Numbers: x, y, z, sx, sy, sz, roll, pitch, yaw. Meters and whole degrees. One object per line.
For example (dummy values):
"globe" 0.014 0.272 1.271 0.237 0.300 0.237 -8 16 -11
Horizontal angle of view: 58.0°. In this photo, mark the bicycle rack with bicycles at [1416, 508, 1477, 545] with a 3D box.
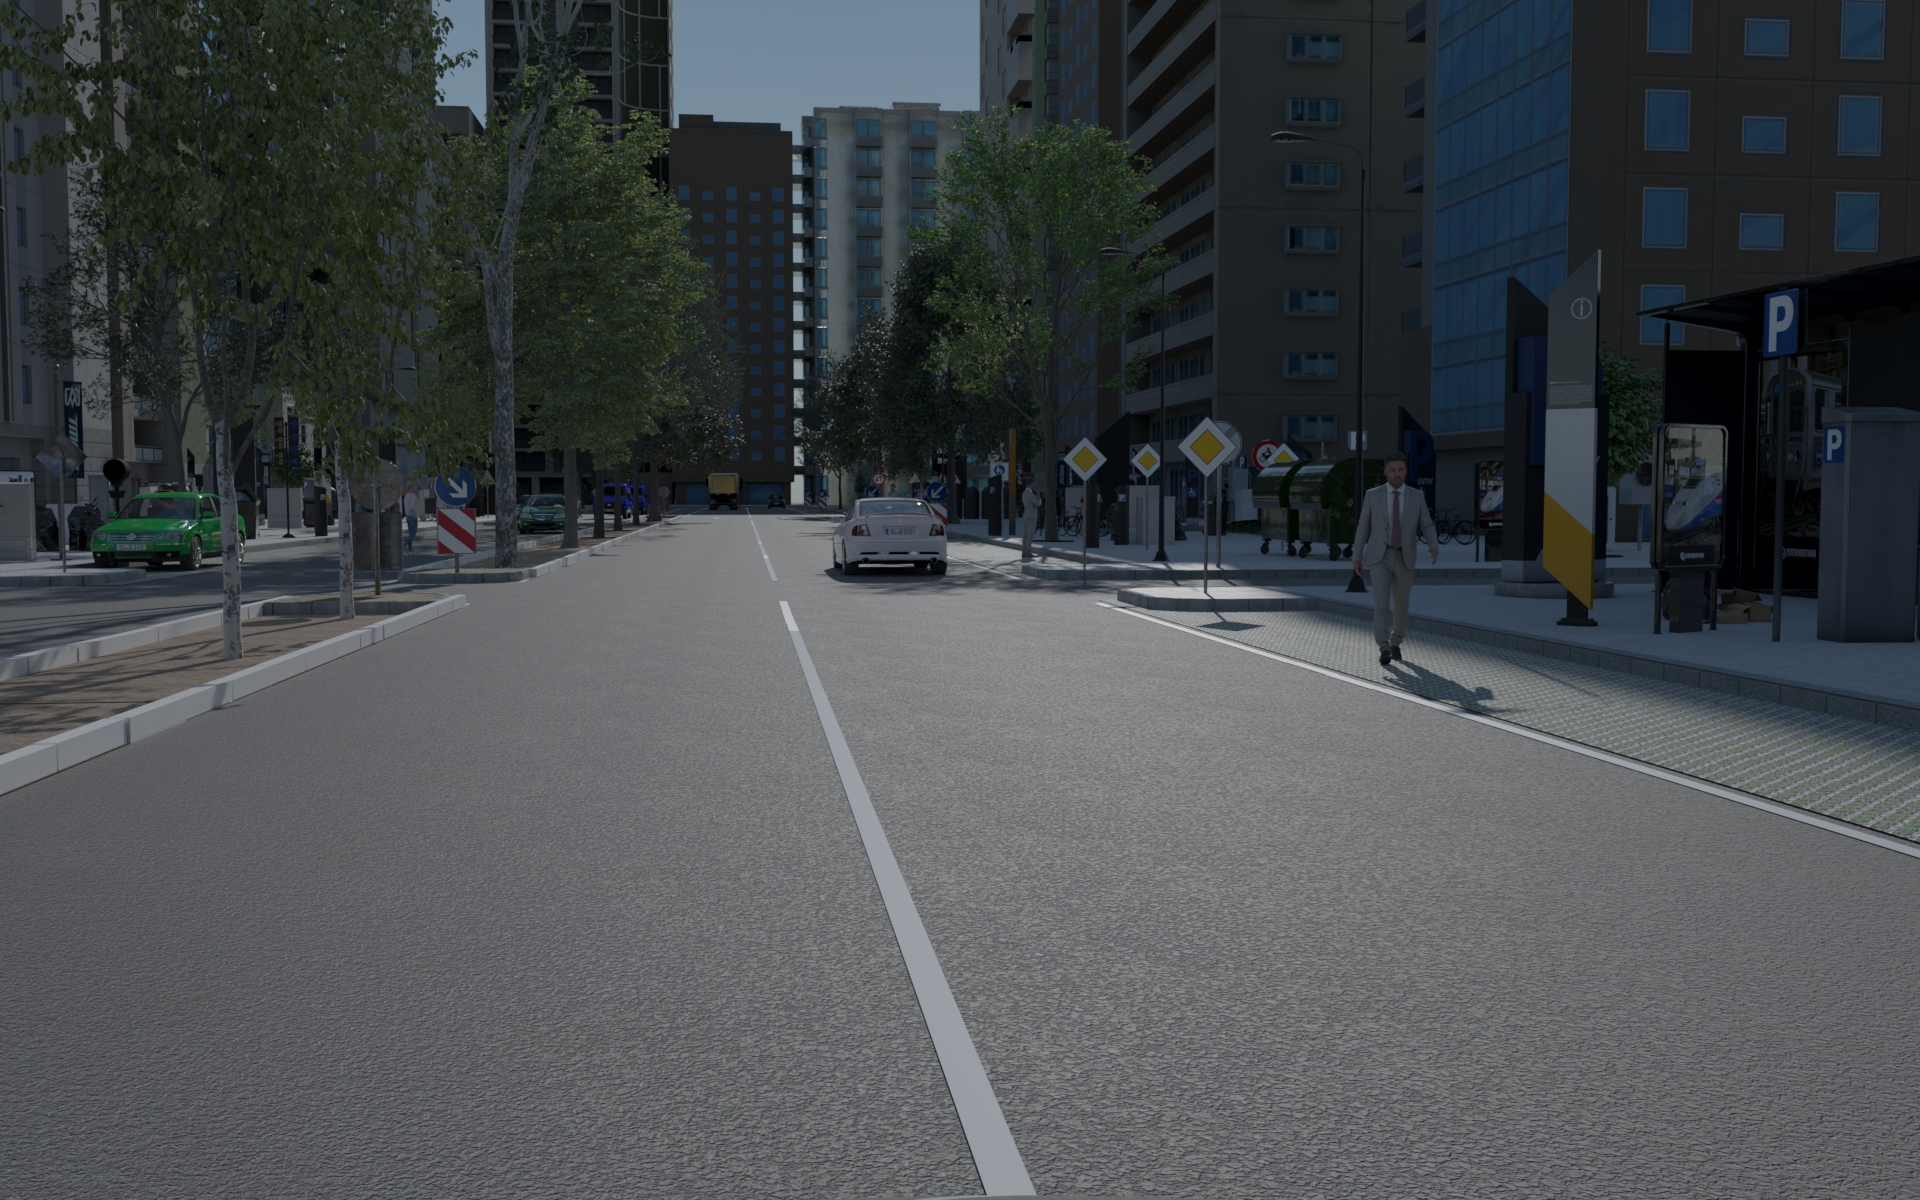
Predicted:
"bicycle rack with bicycles" 12.256 -1.906 44.540 2.852 0.926 2.925 -2 4 -28

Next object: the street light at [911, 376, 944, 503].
"street light" -1.215 -5.849 68.171 1.470 5.913 1.316 0 4 -7

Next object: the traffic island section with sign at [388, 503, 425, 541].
"traffic island section with sign" -17.420 -2.699 52.754 1.989 1.847 2.006 0 4 -7

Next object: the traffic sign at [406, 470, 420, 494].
"traffic sign" -28.942 -5.603 91.715 0.768 2.556 0.104 0 4 -3

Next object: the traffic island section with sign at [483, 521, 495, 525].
"traffic island section with sign" -20.852 -4.357 79.869 1.989 1.847 2.006 0 4 -7

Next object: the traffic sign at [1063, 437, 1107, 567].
"traffic sign" 2.183 -1.633 30.341 0.795 2.450 0.064 0 4 -7

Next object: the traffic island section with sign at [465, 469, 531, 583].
"traffic island section with sign" -8.258 -1.262 28.762 2.006 1.907 1.989 0 4 -7

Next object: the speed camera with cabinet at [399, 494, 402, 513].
"speed camera with cabinet" -27.545 -5.411 82.810 0.660 3.252 2.038 1 4 17

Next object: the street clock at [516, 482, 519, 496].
"street clock" -24.849 -5.631 96.642 0.471 2.002 0.358 -1 4 -13

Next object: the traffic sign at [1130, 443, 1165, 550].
"traffic sign" 4.279 -2.350 39.609 0.795 2.450 0.064 0 4 -5

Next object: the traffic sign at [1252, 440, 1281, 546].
"traffic sign" 7.224 -2.482 40.680 0.768 2.556 0.104 0 4 1

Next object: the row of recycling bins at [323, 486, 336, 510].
"row of recycling bins" -34.674 -5.357 94.694 1.069 1.692 3.534 -1 4 -22

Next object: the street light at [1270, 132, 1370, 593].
"street light" 4.669 -3.053 22.453 1.470 5.913 1.316 0 4 -7

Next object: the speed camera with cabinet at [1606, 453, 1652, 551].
"speed camera with cabinet" 14.644 -2.726 38.909 2.038 3.252 0.660 -1 4 -11

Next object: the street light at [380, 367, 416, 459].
"street light" -20.582 -5.554 63.355 1.470 5.913 1.316 0 4 -7

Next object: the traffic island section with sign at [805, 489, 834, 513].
"traffic island section with sign" -10.575 -7.526 131.670 1.989 1.847 2.006 0 4 -7

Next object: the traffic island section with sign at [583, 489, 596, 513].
"traffic island section with sign" -27.090 -7.386 129.394 1.989 1.847 2.006 0 4 -7

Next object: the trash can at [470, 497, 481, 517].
"trash can" -26.788 -5.142 95.722 0.748 1.137 0.748 0 3 0

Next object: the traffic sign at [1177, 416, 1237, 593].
"traffic sign" 3.184 -1.148 22.418 0.795 2.450 0.064 0 4 -7

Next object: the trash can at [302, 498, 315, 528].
"trash can" -24.898 -3.356 66.518 0.748 1.137 0.748 0 3 0

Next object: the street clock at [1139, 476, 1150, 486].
"street clock" 7.328 -3.952 69.189 0.358 2.002 0.471 -3 4 -37

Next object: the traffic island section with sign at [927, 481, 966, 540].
"traffic island section with sign" -0.914 -2.843 55.108 1.989 1.847 2.006 0 4 -7

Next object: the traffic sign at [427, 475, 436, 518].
"traffic sign" -28.185 -5.669 92.797 0.768 2.556 0.104 0 4 -4

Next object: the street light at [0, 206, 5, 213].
"street light" -16.037 -3.385 27.886 1.470 5.913 1.316 0 4 -7

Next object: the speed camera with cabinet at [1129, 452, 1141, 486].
"speed camera with cabinet" 7.384 -5.290 80.829 2.038 3.252 0.660 2 4 26

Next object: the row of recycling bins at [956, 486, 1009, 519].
"row of recycling bins" 1.082 -5.001 88.875 3.534 1.692 1.069 0 4 2

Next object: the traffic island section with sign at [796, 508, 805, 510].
"traffic island section with sign" -14.097 -9.222 159.408 1.989 1.847 2.006 0 4 -7

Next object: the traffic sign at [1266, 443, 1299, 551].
"traffic sign" 7.271 -2.312 38.987 0.795 2.450 0.064 0 4 -3

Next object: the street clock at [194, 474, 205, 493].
"street clock" -27.024 -3.486 61.569 0.358 2.002 0.471 -2 4 -29

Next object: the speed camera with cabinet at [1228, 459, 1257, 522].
"speed camera with cabinet" 9.770 -4.003 59.780 0.660 3.252 2.038 0 4 -4

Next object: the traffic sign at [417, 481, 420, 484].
"traffic sign" -29.498 -5.712 93.504 0.768 2.556 0.104 0 4 -4

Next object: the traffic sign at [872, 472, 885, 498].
"traffic sign" -4.721 -6.148 100.623 0.768 2.556 0.104 0 4 -4

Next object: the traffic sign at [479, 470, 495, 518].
"traffic sign" -25.416 -5.699 93.190 0.884 2.594 0.081 0 4 -6

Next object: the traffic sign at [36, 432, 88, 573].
"traffic sign" -14.631 -1.505 28.245 0.795 2.450 0.064 0 4 -7

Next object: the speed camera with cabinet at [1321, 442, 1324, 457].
"speed camera with cabinet" 14.384 -4.405 66.365 2.038 3.252 0.660 -1 4 -19

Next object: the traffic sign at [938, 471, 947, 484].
"traffic sign" -0.964 -5.749 93.993 0.884 2.594 0.081 0 4 -3

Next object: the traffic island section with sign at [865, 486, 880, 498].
"traffic island section with sign" -4.291 -4.479 81.852 1.989 1.847 2.006 0 4 -7

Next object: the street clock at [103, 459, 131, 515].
"street clock" -17.371 -1.905 35.720 0.471 2.002 0.358 0 4 -2

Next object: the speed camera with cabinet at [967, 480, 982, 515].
"speed camera with cabinet" 0.789 -6.831 106.025 2.038 3.252 0.660 -1 4 -18

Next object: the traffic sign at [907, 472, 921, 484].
"traffic sign" -2.469 -5.783 94.550 0.884 2.594 0.081 0 4 -2

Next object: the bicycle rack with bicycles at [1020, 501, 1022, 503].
"bicycle rack with bicycles" 3.529 -3.002 62.467 2.852 0.926 2.925 1 4 9

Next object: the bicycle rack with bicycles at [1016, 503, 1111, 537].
"bicycle rack with bicycles" 3.693 -2.411 52.802 2.852 0.926 2.925 -2 4 -33

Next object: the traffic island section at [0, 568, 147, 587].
"traffic island section" -14.653 -0.368 28.304 2.009 0.180 2.903 0 4 -7

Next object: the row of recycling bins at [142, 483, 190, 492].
"row of recycling bins" -30.527 -3.627 66.409 1.069 1.692 3.534 -3 5 -44

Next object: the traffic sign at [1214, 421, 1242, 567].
"traffic sign" 4.532 -1.847 30.306 0.768 2.556 0.104 0 4 -4

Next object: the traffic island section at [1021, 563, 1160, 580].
"traffic island section" 2.205 -0.498 30.421 2.009 0.180 2.903 0 4 -7

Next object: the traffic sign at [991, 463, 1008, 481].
"traffic sign" 1.273 -3.296 56.023 0.606 2.300 0.079 0 4 -2

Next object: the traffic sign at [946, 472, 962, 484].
"traffic sign" -0.322 -5.675 92.795 0.884 2.594 0.081 0 4 -5

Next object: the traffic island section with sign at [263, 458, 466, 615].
"traffic island section with sign" -7.340 -0.812 21.412 2.006 1.907 1.989 0 4 -7

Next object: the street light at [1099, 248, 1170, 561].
"street light" 3.315 -3.692 32.903 1.470 5.913 1.316 0 4 -7

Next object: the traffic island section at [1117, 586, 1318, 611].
"traffic island section" 3.206 -0.013 22.498 2.009 0.180 2.903 0 4 -7

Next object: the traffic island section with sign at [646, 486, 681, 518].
"traffic island section with sign" -17.684 -5.821 103.310 2.006 1.907 1.989 0 4 -7

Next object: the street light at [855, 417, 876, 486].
"street light" -5.621 -8.034 103.890 1.470 5.913 1.316 0 4 -7
